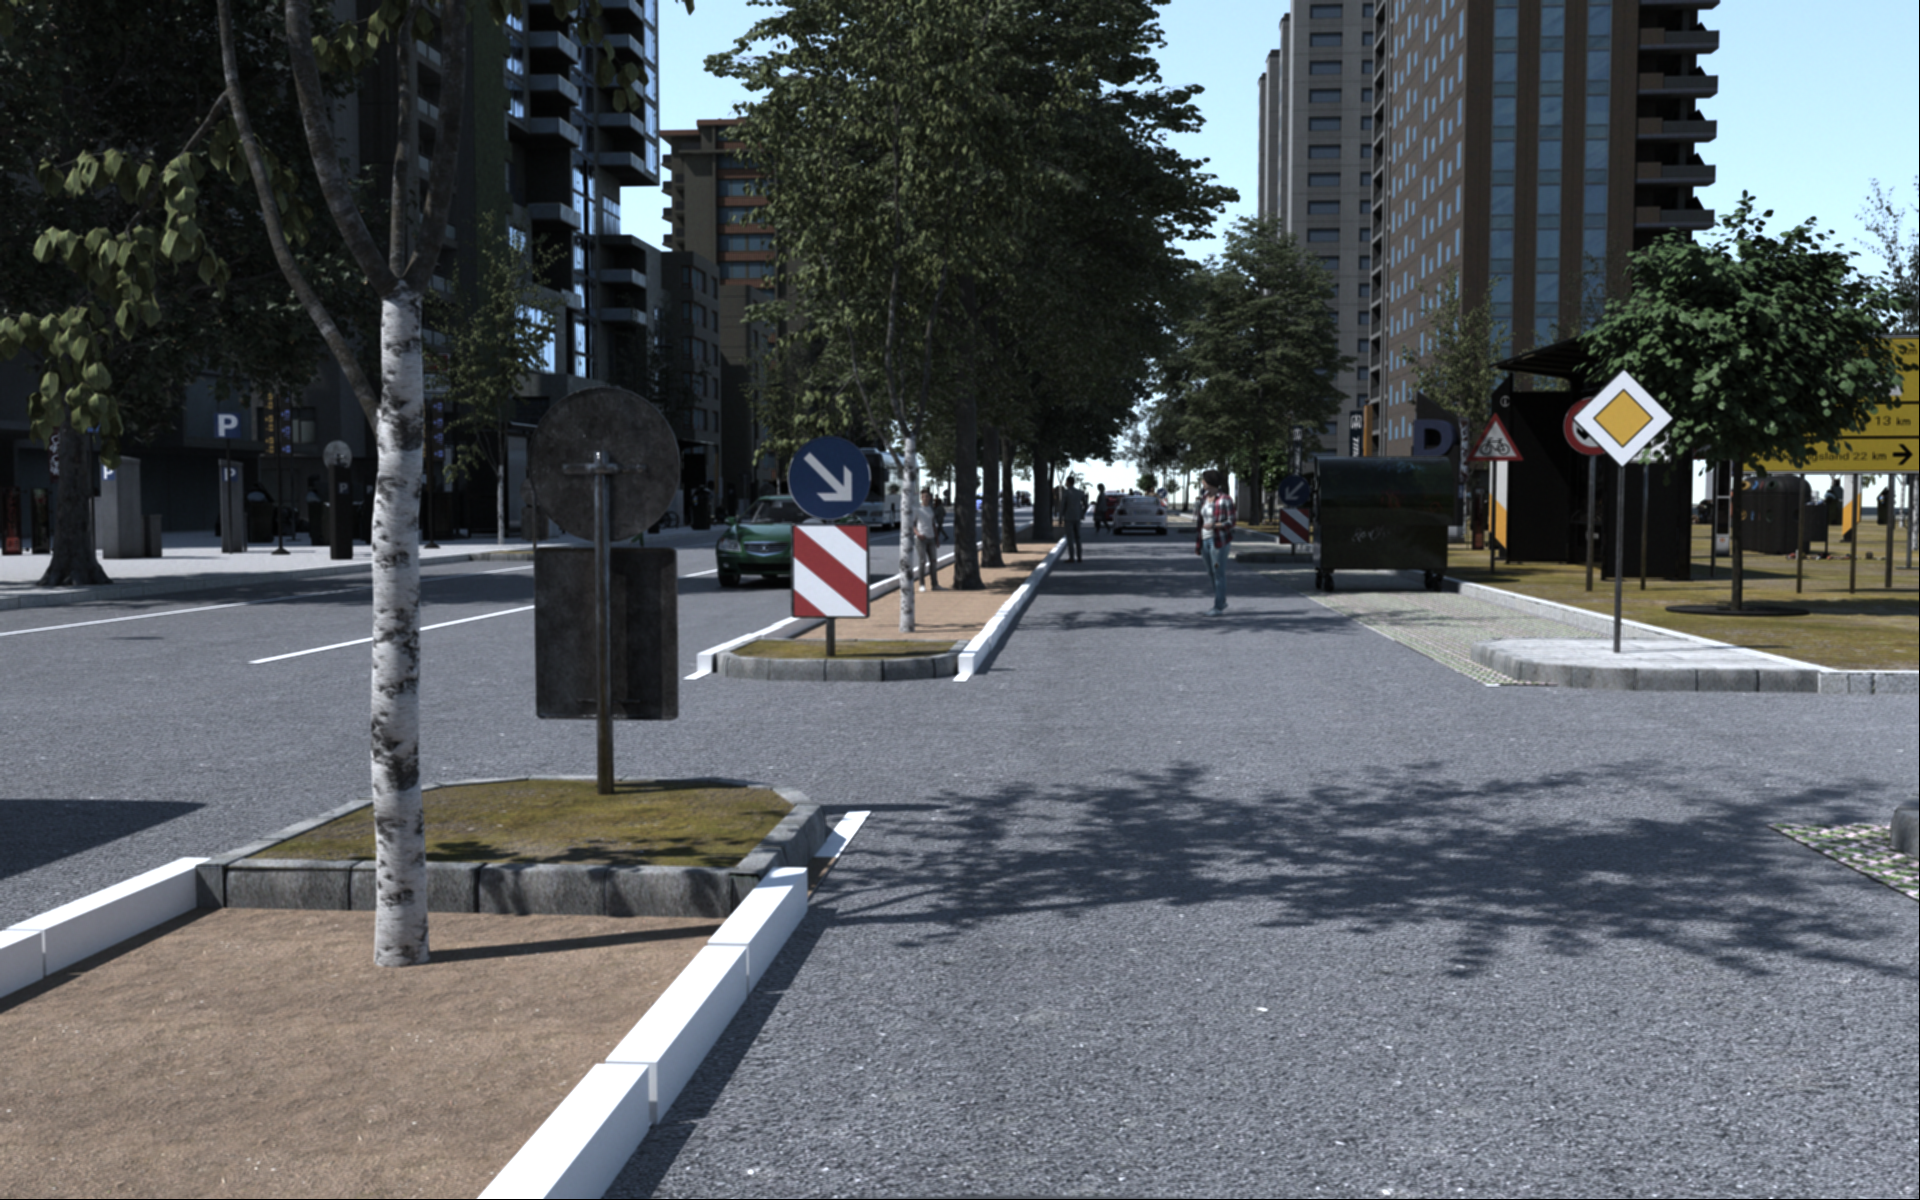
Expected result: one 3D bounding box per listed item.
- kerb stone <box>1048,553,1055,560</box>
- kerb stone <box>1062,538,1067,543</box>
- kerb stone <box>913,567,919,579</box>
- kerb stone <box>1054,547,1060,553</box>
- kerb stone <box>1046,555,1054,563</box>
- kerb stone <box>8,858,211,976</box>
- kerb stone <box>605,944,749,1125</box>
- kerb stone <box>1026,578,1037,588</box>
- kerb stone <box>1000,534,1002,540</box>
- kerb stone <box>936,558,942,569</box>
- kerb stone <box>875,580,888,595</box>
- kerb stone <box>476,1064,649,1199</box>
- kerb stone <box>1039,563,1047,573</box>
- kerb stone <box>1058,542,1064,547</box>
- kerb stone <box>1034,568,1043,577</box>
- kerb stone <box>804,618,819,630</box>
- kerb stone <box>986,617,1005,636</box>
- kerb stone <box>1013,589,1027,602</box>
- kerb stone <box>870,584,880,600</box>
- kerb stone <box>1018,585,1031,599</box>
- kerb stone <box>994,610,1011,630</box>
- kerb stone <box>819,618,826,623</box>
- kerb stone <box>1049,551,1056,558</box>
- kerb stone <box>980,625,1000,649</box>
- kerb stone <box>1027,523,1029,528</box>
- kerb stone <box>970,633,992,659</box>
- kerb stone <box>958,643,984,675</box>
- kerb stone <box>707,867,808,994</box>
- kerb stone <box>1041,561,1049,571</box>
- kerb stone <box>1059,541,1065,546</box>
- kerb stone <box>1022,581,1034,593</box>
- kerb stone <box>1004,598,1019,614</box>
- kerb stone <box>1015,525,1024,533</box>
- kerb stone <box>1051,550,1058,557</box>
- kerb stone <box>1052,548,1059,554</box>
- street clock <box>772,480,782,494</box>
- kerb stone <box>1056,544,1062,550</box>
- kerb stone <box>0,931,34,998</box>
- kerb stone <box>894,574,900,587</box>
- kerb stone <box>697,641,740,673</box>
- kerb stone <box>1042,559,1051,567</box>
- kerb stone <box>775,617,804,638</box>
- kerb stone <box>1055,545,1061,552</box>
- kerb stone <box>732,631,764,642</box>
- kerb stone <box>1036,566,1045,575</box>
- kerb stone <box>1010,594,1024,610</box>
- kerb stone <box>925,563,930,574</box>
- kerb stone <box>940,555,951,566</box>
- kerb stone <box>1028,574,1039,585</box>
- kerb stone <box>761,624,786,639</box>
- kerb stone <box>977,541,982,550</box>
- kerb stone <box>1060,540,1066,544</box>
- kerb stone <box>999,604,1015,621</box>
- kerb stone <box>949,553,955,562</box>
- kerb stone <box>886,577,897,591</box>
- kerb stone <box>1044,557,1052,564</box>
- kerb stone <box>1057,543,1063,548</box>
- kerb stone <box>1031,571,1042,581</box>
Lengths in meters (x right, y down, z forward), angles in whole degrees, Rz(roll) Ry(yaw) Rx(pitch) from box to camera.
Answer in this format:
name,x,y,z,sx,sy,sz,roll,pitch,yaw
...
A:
name,x,y,z,sx,sy,sz,roll,pitch,yaw
kerb stone,1.836,-0.823,35.656,0.120,0.150,1.000,0,4,5
kerb stone,2.824,-1.568,47.890,0.120,0.150,1.000,0,4,5
kerb stone,-0.755,-0.459,29.723,0.120,0.150,1.000,0,4,5
kerb stone,2.165,-1.073,39.736,0.120,0.150,1.000,0,4,5
kerb stone,1.753,-0.761,34.637,0.120,0.150,1.000,0,4,5
kerb stone,-2.717,1.014,5.610,0.120,0.150,1.000,0,4,5
kerb stone,-0.706,1.090,4.430,0.120,0.150,1.000,0,4,5
kerb stone,1.009,-0.191,25.449,0.120,0.150,1.000,0,4,5
kerb stone,1.484,-2.143,57.282,0.120,0.150,1.000,0,4,5
kerb stone,-0.500,-0.645,32.787,0.120,0.150,1.000,0,4,5
kerb stone,-1.174,-0.148,24.610,0.120,0.150,1.000,0,4,5
kerb stone,-0.800,1.150,3.404,0.120,0.150,1.000,0,4,5
kerb stone,1.413,-0.506,30.558,0.120,0.150,1.000,0,4,5
kerb stone,2.493,-1.322,43.811,0.120,0.150,1.000,0,4,5
kerb stone,1.247,-0.387,28.521,0.120,0.150,1.000,0,4,5
kerb stone,-1.669,0.227,18.489,0.120,0.150,1.000,0,4,5
kerb stone,0.334,0.302,17.269,0.120,0.150,1.000,0,4,5
kerb stone,0.749,-0.012,22.389,0.120,0.150,1.000,0,4,5
kerb stone,-1.247,-0.085,23.591,0.120,0.150,1.000,0,4,5
kerb stone,0.844,-0.073,23.411,0.120,0.150,1.000,0,4,5
kerb stone,0.423,0.239,18.287,0.120,0.150,1.000,0,4,5
kerb stone,-1.586,0.164,19.508,0.120,0.150,1.000,0,4,5
kerb stone,1.913,-0.885,36.677,0.120,0.150,1.000,0,4,5
kerb stone,0.260,0.367,16.247,0.120,0.150,1.000,0,4,5
kerb stone,2.653,-3.020,71.573,0.120,0.150,1.000,0,4,5
kerb stone,0.166,0.426,15.229,0.120,0.150,1.000,0,4,5
kerb stone,0.085,0.488,14.211,0.120,0.150,1.000,0,4,5
kerb stone,-0.624,1.024,5.455,0.120,0.150,1.000,0,4,5
kerb stone,1.506,-0.571,31.581,0.120,0.150,1.000,0,4,5
kerb stone,2.575,-1.380,44.831,0.120,0.150,1.000,0,4,5
kerb stone,0.926,-0.137,24.430,0.120,0.150,1.000,0,4,5
kerb stone,0.579,0.115,20.340,0.120,0.150,1.000,0,4,5
kerb stone,2.309,-2.766,67.491,0.120,0.150,1.000,0,4,5
kerb stone,2.000,-0.948,37.699,0.120,0.150,1.000,0,4,5
kerb stone,2.075,-1.008,38.719,0.120,0.150,1.000,0,4,5
street clock,-9.183,-5.048,87.103,0.471,2.002,0.358,-1,4,-17
kerb stone,2.331,-1.195,41.774,0.120,0.150,1.000,0,4,5
kerb stone,-2.793,1.077,4.591,0.120,0.150,1.000,0,4,5
kerb stone,-1.003,-0.267,26.652,0.120,0.150,1.000,0,4,5
kerb stone,-2.008,0.478,14.373,0.120,0.150,1.000,0,4,5
kerb stone,1.592,-0.636,32.599,0.120,0.150,1.000,0,4,5
kerb stone,-1.748,0.290,17.460,0.120,0.150,1.000,0,4,5
kerb stone,2.246,-1.135,40.755,0.120,0.150,1.000,0,4,5
kerb stone,-1.919,0.417,15.404,0.120,0.150,1.000,0,4,5
kerb stone,1.332,-0.446,29.539,0.120,0.150,1.000,0,4,5
kerb stone,0.671,0.057,21.370,0.120,0.150,1.000,0,4,5
kerb stone,-0.675,-0.523,30.744,0.120,0.150,1.000,0,4,5
kerb stone,-0.338,-0.772,34.824,0.120,0.150,1.000,0,4,5
kerb stone,1.083,-0.256,26.472,0.120,0.150,1.000,0,4,5
kerb stone,-1.823,0.362,16.422,0.120,0.150,1.000,0,4,5
kerb stone,0.573,-1.459,46.058,0.120,0.150,1.000,0,4,5
kerb stone,2.658,-1.446,45.853,0.120,0.150,1.000,0,4,5
kerb stone,0.500,0.176,19.313,0.120,0.150,1.000,0,4,5
kerb stone,-0.258,-0.835,35.843,0.120,0.150,1.000,0,4,5
kerb stone,-1.086,-0.210,25.629,0.120,0.150,1.000,0,4,5
kerb stone,1.667,-0.699,33.618,0.120,0.150,1.000,0,4,5
kerb stone,2.420,-1.260,42.792,0.120,0.150,1.000,0,4,5
kerb stone,1.177,-0.321,27.490,0.120,0.150,1.000,0,4,5
